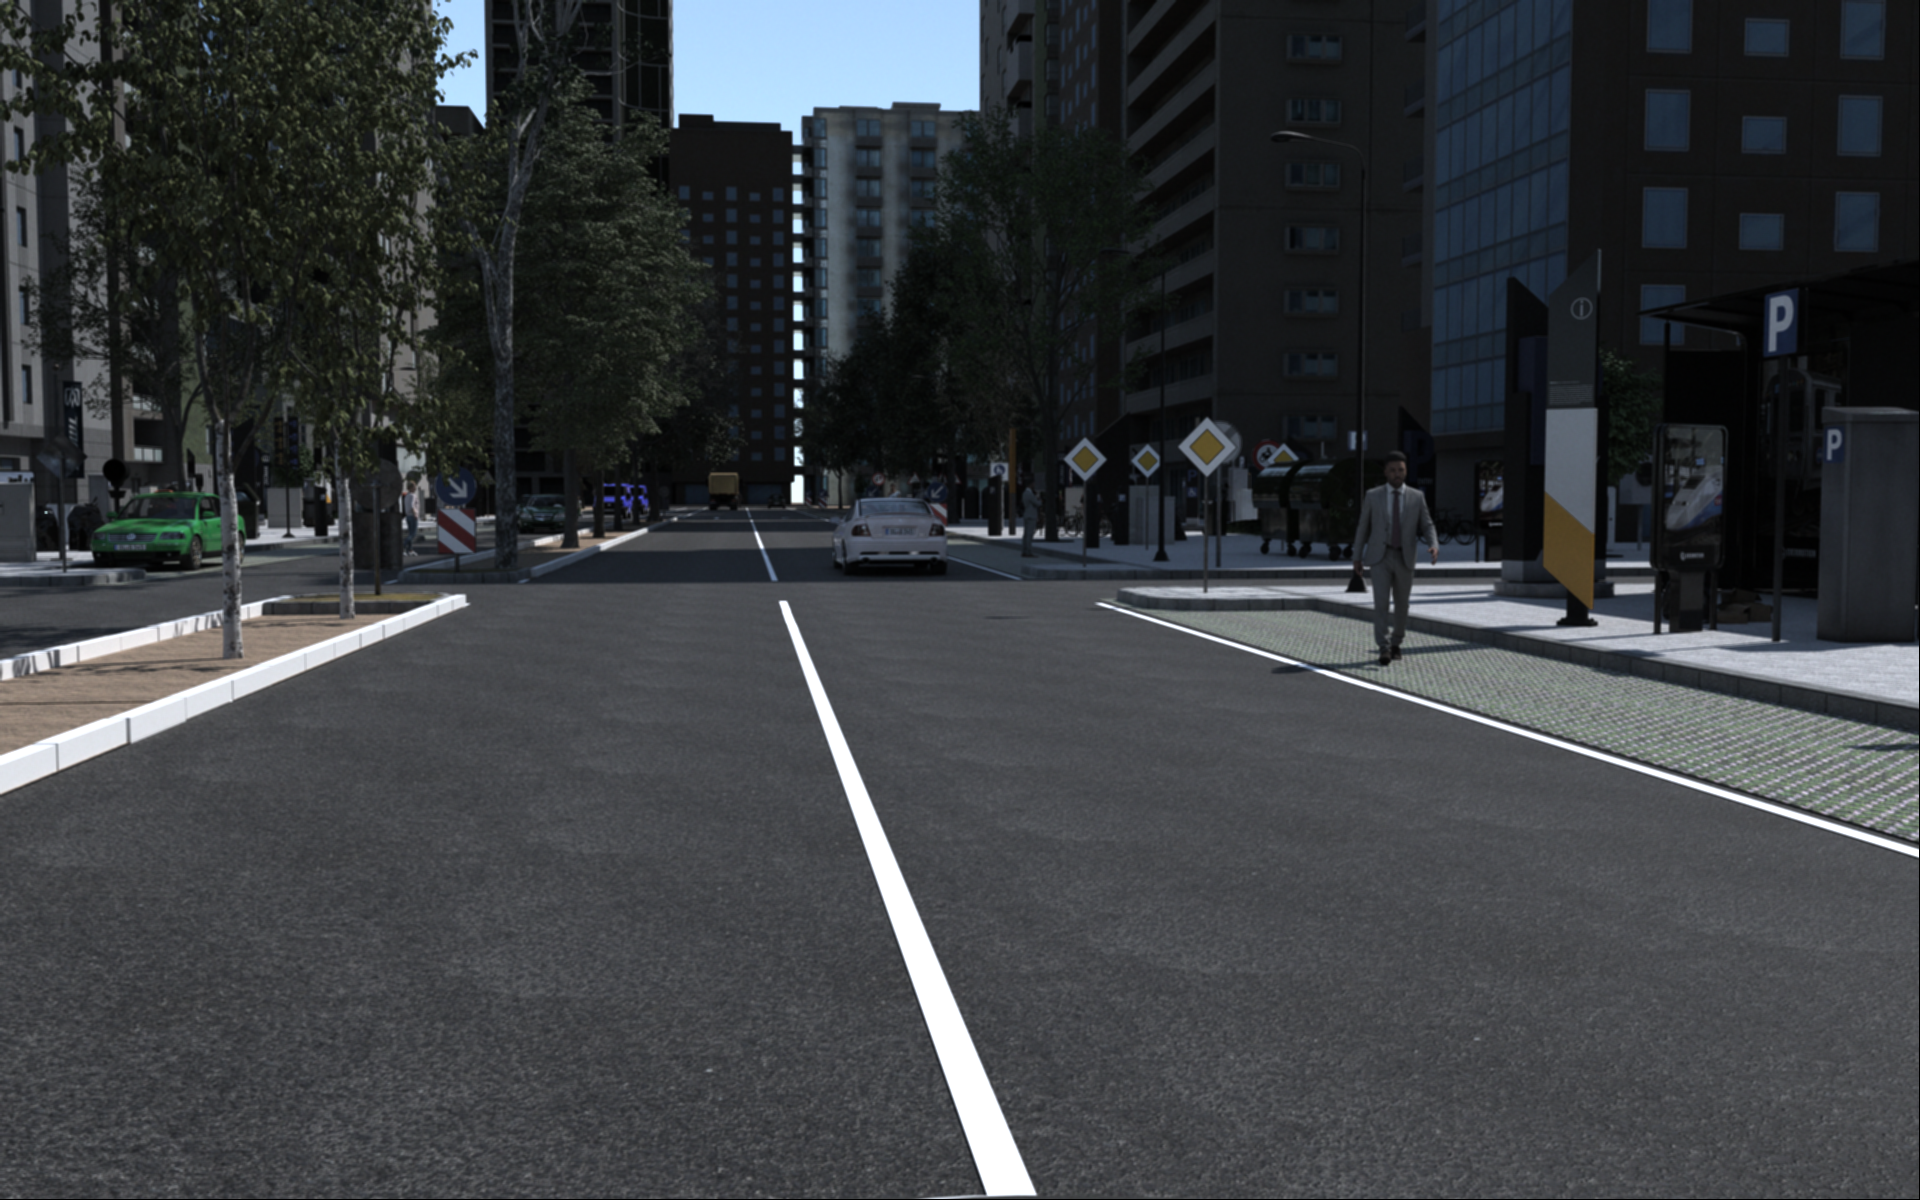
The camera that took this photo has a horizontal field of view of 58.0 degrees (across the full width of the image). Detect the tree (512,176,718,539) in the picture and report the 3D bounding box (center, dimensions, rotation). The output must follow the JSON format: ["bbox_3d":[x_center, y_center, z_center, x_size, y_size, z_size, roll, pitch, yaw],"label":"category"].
[{"bbox_3d":[-11.500,-7.775,55.328,9.928,11.665,9.643,0,3,0],"label":"tree"}]

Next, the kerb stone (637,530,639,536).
[{"bbox_3d":[-10.875,-2.174,57.735,0.120,0.150,1.000,0,4,-7],"label":"kerb stone"}]

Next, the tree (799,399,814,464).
[{"bbox_3d":[-5.361,-12.061,114.208,9.611,12.733,9.660,0,3,0],"label":"tree"}]

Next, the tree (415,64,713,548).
[{"bbox_3d":[-10.489,-7.671,46.011,7.486,12.596,7.792,0,3,0],"label":"tree"}]

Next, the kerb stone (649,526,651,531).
[{"bbox_3d":[-11.766,-2.609,64.845,0.120,0.150,1.000,0,4,-7],"label":"kerb stone"}]

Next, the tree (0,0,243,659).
[{"bbox_3d":[-6.227,-3.773,14.514,4.737,8.622,4.395,0,3,0],"label":"tree"}]

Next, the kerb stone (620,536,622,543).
[{"bbox_3d":[-9.843,-1.674,49.593,0.120,0.150,1.000,0,4,-7],"label":"kerb stone"}]

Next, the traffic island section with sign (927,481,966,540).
[{"bbox_3d":[-0.914,-2.843,55.108,1.989,1.847,2.006,0,4,-7],"label":"traffic island section with sign"}]

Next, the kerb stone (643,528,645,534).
[{"bbox_3d":[-11.249,-2.359,60.783,0.120,0.150,1.000,0,4,-7],"label":"kerb stone"}]

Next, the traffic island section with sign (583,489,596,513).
[{"bbox_3d":[-27.090,-7.386,129.394,1.989,1.847,2.006,0,4,-7],"label":"traffic island section with sign"}]

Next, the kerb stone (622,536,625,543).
[{"bbox_3d":[-9.969,-1.738,50.607,0.120,0.150,1.000,0,4,-7],"label":"kerb stone"}]

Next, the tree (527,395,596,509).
[{"bbox_3d":[-32.613,-13.135,149.166,8.767,10.594,7.601,-2,4,-31],"label":"tree"}]

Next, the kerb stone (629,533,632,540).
[{"bbox_3d":[-10.352,-1.925,53.674,0.120,0.150,1.000,0,4,-7],"label":"kerb stone"}]

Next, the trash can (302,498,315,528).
[{"bbox_3d":[-24.898,-3.356,66.518,0.748,1.137,0.748,0,3,0],"label":"trash can"}]

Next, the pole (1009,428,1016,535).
[{"bbox_3d":[1.632,-3.674,53.913,0.158,3.312,0.155,0,3,0],"label":"pole"}]

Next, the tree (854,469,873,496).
[{"bbox_3d":[-7.566,-8.310,130.463,1.663,3.219,1.824,0,3,0],"label":"tree"}]

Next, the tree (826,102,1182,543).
[{"bbox_3d":[2.365,-7.366,46.188,9.928,11.665,9.643,0,3,0],"label":"tree"}]

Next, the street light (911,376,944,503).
[{"bbox_3d":[-1.215,-5.849,68.171,1.470,5.913,1.316,0,4,-7],"label":"street light"}]

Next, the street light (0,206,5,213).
[{"bbox_3d":[-16.037,-3.385,27.886,1.470,5.913,1.316,0,4,-7],"label":"street light"}]

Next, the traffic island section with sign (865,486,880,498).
[{"bbox_3d":[-4.291,-4.479,81.852,1.989,1.847,2.006,0,4,-7],"label":"traffic island section with sign"}]

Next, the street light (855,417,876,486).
[{"bbox_3d":[-5.621,-8.034,103.890,1.470,5.913,1.316,0,4,-7],"label":"street light"}]

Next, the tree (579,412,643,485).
[{"bbox_3d":[-35.957,-16.674,179.268,9.857,13.997,8.962,0,3,0],"label":"tree"}]

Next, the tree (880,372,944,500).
[{"bbox_3d":[-2.055,-8.402,87.738,4.737,8.622,4.395,0,3,0],"label":"tree"}]

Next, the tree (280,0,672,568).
[{"bbox_3d":[-10.012,-10.701,33.310,12.611,20.169,13.585,0,3,0],"label":"tree"}]

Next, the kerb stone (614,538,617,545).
[{"bbox_3d":[-9.587,-1.551,47.552,0.120,0.150,1.000,0,4,-7],"label":"kerb stone"}]

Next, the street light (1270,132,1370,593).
[{"bbox_3d":[4.669,-3.053,22.453,1.470,5.913,1.316,0,4,-7],"label":"street light"}]

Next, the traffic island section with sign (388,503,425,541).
[{"bbox_3d":[-17.420,-2.699,52.754,1.989,1.847,2.006,0,4,-7],"label":"traffic island section with sign"}]

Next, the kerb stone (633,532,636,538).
[{"bbox_3d":[-10.607,-2.049,55.704,0.120,0.150,1.000,0,4,-7],"label":"kerb stone"}]

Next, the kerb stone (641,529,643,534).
[{"bbox_3d":[-11.121,-2.296,59.765,0.120,0.150,1.000,0,4,-7],"label":"kerb stone"}]

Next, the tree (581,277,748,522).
[{"bbox_3d":[-15.761,-10.372,89.053,9.611,12.733,9.660,0,3,0],"label":"tree"}]

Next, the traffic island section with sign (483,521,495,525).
[{"bbox_3d":[-20.852,-4.357,79.869,1.989,1.847,2.006,0,4,-7],"label":"traffic island section with sign"}]

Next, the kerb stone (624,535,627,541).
[{"bbox_3d":[-10.090,-1.799,51.626,0.120,0.150,1.000,0,4,-7],"label":"kerb stone"}]

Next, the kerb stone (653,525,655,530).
[{"bbox_3d":[-12.145,-2.795,67.899,0.120,0.150,1.000,0,4,-7],"label":"kerb stone"}]

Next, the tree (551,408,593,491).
[{"bbox_3d":[-30.673,-11.510,138.544,4.360,8.622,3.978,0,3,0],"label":"tree"}]

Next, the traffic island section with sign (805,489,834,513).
[{"bbox_3d":[-10.575,-7.526,131.670,1.989,1.847,2.006,0,4,-7],"label":"traffic island section with sign"}]

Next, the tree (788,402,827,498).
[{"bbox_3d":[-14.360,-15.594,180.713,9.928,11.665,9.643,0,3,0],"label":"tree"}]

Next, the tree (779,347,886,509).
[{"bbox_3d":[-10.198,-14.366,145.248,12.009,13.543,11.850,0,3,0],"label":"tree"}]

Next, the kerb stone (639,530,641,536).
[{"bbox_3d":[-11.001,-2.236,58.750,0.120,0.150,1.000,0,4,-7],"label":"kerb stone"}]

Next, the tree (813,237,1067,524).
[{"bbox_3d":[-0.373,-9.649,74.775,9.611,12.733,9.660,0,3,0],"label":"tree"}]

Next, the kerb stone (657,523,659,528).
[{"bbox_3d":[-12.535,-2.979,70.947,0.120,0.150,1.000,0,4,-7],"label":"kerb stone"}]

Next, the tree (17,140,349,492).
[{"bbox_3d":[-19.880,-6.723,44.332,8.767,10.594,7.601,-1,4,-13],"label":"tree"}]

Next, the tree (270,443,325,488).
[{"bbox_3d":[-38.230,-7.072,99.348,4.285,4.588,4.351,0,3,0],"label":"tree"}]

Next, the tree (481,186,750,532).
[{"bbox_3d":[-13.128,-9.381,66.201,12.009,13.543,11.850,0,3,0],"label":"tree"}]

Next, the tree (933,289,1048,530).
[{"bbox_3d":[1.263,-6.790,61.373,4.360,8.622,3.978,0,3,0],"label":"tree"}]

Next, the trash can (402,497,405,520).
[{"bbox_3d":[-28.235,-4.610,87.026,0.748,1.137,0.748,0,3,0],"label":"trash can"}]

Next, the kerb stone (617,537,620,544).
[{"bbox_3d":[-9.712,-1.613,48.566,0.120,0.150,1.000,0,4,-7],"label":"kerb stone"}]

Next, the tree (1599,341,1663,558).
[{"bbox_3d":[12.939,-3.162,35.406,4.285,4.588,4.351,0,3,0],"label":"tree"}]

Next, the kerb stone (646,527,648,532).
[{"bbox_3d":[-11.510,-2.484,62.812,0.120,0.150,1.000,0,4,-7],"label":"kerb stone"}]

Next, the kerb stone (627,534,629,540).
[{"bbox_3d":[-10.230,-1.863,52.659,0.120,0.150,1.000,0,4,-7],"label":"kerb stone"}]

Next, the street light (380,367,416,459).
[{"bbox_3d":[-20.582,-5.554,63.355,1.470,5.913,1.316,0,4,-7],"label":"street light"}]

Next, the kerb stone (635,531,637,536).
[{"bbox_3d":[-10.742,-2.112,56.721,0.120,0.150,1.000,0,4,-7],"label":"kerb stone"}]

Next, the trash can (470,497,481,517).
[{"bbox_3d":[-26.788,-5.142,95.722,0.748,1.137,0.748,0,3,0],"label":"trash can"}]

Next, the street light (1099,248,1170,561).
[{"bbox_3d":[3.315,-3.692,32.903,1.470,5.913,1.316,0,4,-7],"label":"street light"}]
